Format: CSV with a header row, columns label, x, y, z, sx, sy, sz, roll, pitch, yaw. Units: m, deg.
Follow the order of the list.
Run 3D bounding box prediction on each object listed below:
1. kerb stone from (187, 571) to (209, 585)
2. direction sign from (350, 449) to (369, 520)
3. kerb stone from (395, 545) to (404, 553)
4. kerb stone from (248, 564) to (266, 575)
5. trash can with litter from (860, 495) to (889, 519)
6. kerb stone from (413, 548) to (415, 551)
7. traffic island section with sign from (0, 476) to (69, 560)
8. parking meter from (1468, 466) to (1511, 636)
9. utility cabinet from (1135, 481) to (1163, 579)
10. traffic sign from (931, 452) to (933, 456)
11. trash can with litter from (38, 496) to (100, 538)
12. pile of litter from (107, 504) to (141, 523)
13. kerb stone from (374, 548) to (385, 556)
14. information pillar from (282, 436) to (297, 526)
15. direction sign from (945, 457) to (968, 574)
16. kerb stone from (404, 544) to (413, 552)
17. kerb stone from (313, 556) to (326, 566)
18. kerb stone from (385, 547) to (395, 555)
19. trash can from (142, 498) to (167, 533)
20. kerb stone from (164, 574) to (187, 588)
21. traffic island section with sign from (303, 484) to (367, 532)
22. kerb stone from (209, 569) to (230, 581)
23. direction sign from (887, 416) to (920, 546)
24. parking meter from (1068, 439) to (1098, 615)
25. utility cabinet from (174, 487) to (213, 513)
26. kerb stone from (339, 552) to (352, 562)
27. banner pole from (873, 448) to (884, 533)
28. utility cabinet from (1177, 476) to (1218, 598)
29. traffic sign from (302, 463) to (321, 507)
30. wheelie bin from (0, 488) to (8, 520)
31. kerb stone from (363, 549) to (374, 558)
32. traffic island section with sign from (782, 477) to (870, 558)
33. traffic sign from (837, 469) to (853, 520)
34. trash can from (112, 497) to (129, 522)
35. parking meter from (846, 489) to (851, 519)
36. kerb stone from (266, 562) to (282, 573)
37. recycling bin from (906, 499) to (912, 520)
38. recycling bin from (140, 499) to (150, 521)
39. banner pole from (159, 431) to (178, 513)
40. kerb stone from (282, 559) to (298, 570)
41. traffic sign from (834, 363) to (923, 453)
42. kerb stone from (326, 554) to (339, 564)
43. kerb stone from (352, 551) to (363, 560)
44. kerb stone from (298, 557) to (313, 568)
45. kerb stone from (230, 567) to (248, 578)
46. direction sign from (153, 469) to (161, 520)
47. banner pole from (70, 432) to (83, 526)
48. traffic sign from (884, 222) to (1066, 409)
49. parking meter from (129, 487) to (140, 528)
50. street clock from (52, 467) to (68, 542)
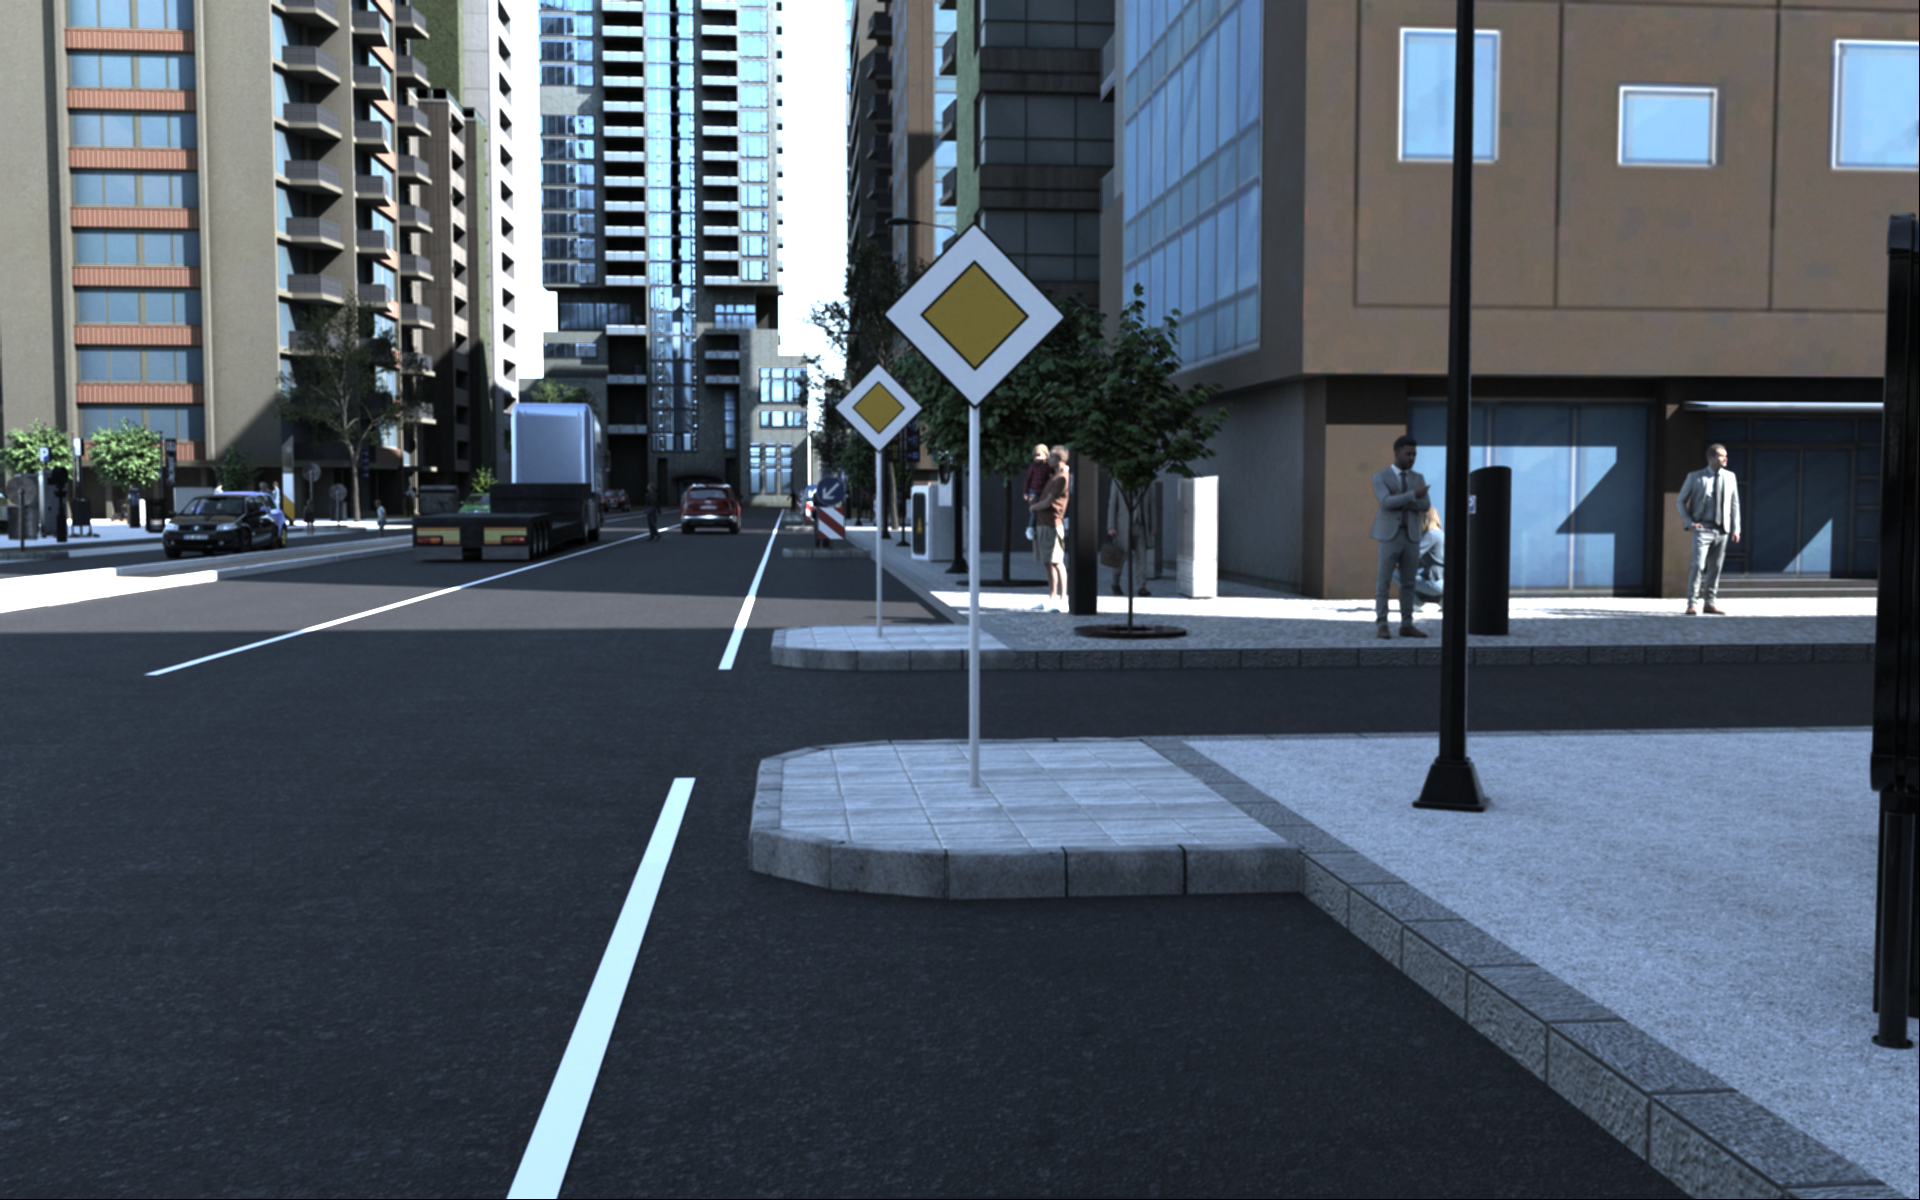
label,x,y,z,sx,sy,sz,roll,pitch,yaw
kerb stone,-12.323,-0.339,27.798,0.120,0.150,1.000,0,4,-6
direction sign,-30.257,-5.834,87.375,0.876,3.537,0.379,-1,4,-16
kerb stone,-13.735,-1.216,42.075,0.120,0.150,1.000,0,4,-6
kerb stone,-12.626,-0.522,30.857,0.120,0.150,1.000,0,4,-6
trash can with litter,-4.543,-4.817,89.814,1.678,1.210,2.233,-1,4,-21
kerb stone,-13.943,-1.341,44.124,0.120,0.150,1.000,0,4,-6
traffic island section with sign,-20.940,-1.813,38.263,1.989,1.847,2.006,0,4,-6
parking meter,4.831,-0.454,15.829,0.372,1.533,0.369,0,3,0
utility cabinet,2.900,-1.086,26.430,0.318,1.500,1.173,1,4,12
traffic sign,-0.224,-2.137,35.040,0.768,2.556,0.104,0,4,3
trash can with litter,-26.381,-2.449,51.098,1.678,1.210,2.233,3,5,41
pile of litter,-37.515,-3.925,78.137,1.719,0.858,1.176,-2,4,-24
kerb stone,-13.537,-1.090,40.034,0.120,0.150,1.000,0,4,-6
information pillar,-26.970,-4.784,69.574,0.504,3.616,0.183,1,4,16
direction sign,-0.057,-2.204,28.036,0.379,3.537,0.876,-2,4,-24
kerb stone,-13.836,-1.278,43.094,0.120,0.150,1.000,0,4,-6
kerb stone,-13.028,-0.779,34.934,0.120,0.150,1.000,0,4,-6
kerb stone,-13.638,-1.154,41.055,0.120,0.150,1.000,0,4,-6
trash can,-26.687,-2.800,57.439,0.748,1.137,0.748,0,3,0
kerb stone,-12.226,-0.280,26.780,0.120,0.150,1.000,0,4,-6
traffic island section with sign,-23.644,-3.487,65.642,1.989,1.847,2.006,0,4,-6
kerb stone,-12.418,-0.404,28.819,0.120,0.150,1.000,0,4,-6
direction sign,-1.398,-3.095,42.605,0.876,3.537,0.379,1,4,21
parking meter,1.309,-0.780,18.467,0.255,1.863,0.399,0,4,-7
utility cabinet,-25.453,-2.990,57.558,1.173,1.500,0.318,-2,4,-31
kerb stone,-13.223,-0.904,36.977,0.120,0.150,1.000,0,4,-6
banner pole,-2.595,-4.011,55.590,0.401,3.779,0.863,2,4,27
utility cabinet,2.951,-0.794,21.663,0.318,1.500,1.173,0,4,-2
traffic sign,-26.301,-4.290,70.255,0.768,2.556,0.104,0,4,3
wheelie bin,-46.459,-4.641,83.782,0.693,1.594,0.980,-3,5,-43
kerb stone,-13.435,-1.027,39.017,0.120,0.150,1.000,0,4,-6
traffic island section with sign,-3.106,-1.919,40.010,1.989,1.847,2.006,0,4,-6
traffic sign,-5.618,-5.178,84.762,0.768,2.556,0.104,0,4,-5
trash can,-39.294,-4.250,81.148,0.748,1.137,0.748,0,3,0
parking meter,-5.778,-4.924,88.913,0.372,1.533,0.369,0,3,0
kerb stone,-12.731,-0.592,31.879,0.120,0.150,1.000,0,4,-6
recycling bin,-2.174,-4.469,85.623,0.722,1.027,0.722,3,4,36
recycling bin,-39.136,-4.288,82.661,0.722,1.027,0.722,-1,4,-9
banner pole,-31.477,-4.819,68.811,0.401,3.779,0.863,3,4,37
kerb stone,-12.828,-0.655,32.897,0.120,0.150,1.000,0,4,-6
traffic sign,-0.702,-0.811,15.446,0.795,2.593,0.064,0,4,-6
kerb stone,-13.132,-0.842,35.958,0.120,0.150,1.000,0,4,-6
kerb stone,-13.336,-0.965,37.999,0.120,0.150,1.000,0,4,-6
kerb stone,-12.925,-0.717,33.917,0.120,0.150,1.000,0,4,-6
kerb stone,-12.525,-0.467,29.835,0.120,0.150,1.000,0,4,-6
direction sign,-40.054,-5.760,86.174,0.876,3.537,0.379,1,4,14
banner pole,-35.499,-4.869,69.632,0.401,3.779,0.863,0,4,1
traffic sign,0.083,-0.325,7.499,0.795,2.593,0.064,0,4,-6
parking meter,-31.462,-3.523,66.006,0.372,1.533,0.369,0,3,0
street clock,-23.954,-2.542,46.139,0.358,2.002,0.471,0,4,-4
